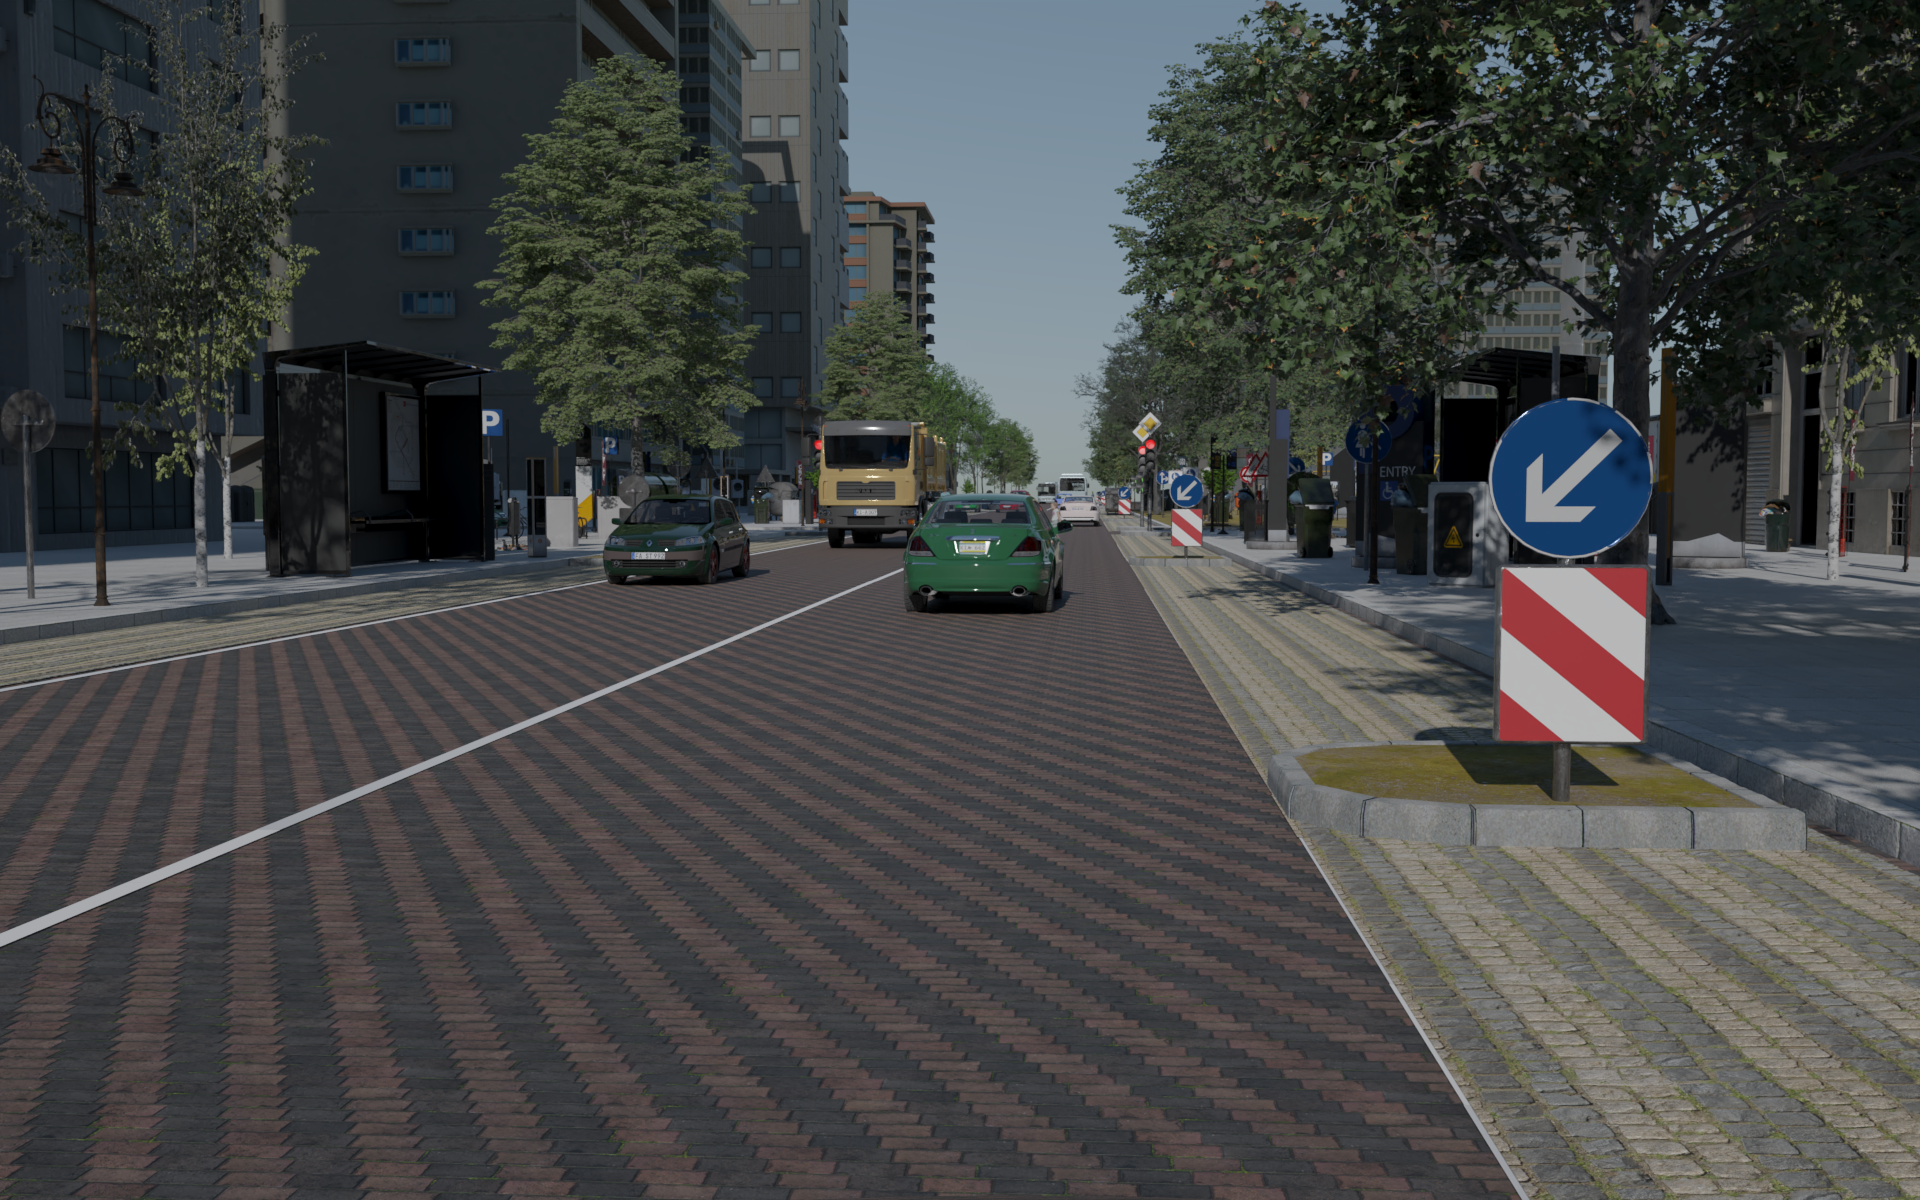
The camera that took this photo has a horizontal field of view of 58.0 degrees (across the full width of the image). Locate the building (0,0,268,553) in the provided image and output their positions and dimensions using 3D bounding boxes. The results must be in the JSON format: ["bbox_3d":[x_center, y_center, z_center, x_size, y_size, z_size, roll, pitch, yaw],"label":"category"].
[{"bbox_3d":[-26.305,-16.635,43.681,14.107,30.474,14.160,0,4,4],"label":"building"}]

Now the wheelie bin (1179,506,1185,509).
[{"bbox_3d":[14.968,-6.596,115.759,0.980,1.594,0.693,3,4,36],"label":"wheelie bin"}]

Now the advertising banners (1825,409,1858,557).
[{"bbox_3d":[17.977,-2.390,35.261,0.090,3.025,2.074,3,5,40],"label":"advertising banners"}]

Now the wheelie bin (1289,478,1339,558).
[{"bbox_3d":[7.078,-1.644,34.790,0.980,1.594,0.693,0,4,-7],"label":"wheelie bin"}]

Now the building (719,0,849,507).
[{"bbox_3d":[-24.897,-34.796,158.155,28.713,52.752,27.495,0,4,4],"label":"building"}]

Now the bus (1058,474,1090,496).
[{"bbox_3d":[10.752,-10.354,164.152,2.948,3.499,13.247,0,4,5],"label":"bus"}]

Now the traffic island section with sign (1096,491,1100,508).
[{"bbox_3d":[10.409,-6.645,117.277,1.989,1.847,2.006,0,4,4],"label":"traffic island section with sign"}]

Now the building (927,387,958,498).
[{"bbox_3d":[-15.134,-26.766,282.660,27.650,21.520,28.899,0,4,4],"label":"building"}]

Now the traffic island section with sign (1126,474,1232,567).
[{"bbox_3d":[4.421,-1.610,34.948,1.989,1.847,2.006,0,4,4],"label":"traffic island section with sign"}]

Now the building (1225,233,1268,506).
[{"bbox_3d":[37.341,-26.120,198.757,14.160,30.474,14.107,0,4,4],"label":"building"}]

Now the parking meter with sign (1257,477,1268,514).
[{"bbox_3d":[19.608,-6.971,110.231,1.738,3.016,0.543,-2,4,-26],"label":"parking meter with sign"}]

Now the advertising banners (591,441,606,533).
[{"bbox_3d":[-11.832,-3.703,56.732,0.090,3.025,2.074,-2,4,-24],"label":"advertising banners"}]

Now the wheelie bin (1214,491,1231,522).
[{"bbox_3d":[11.930,-4.344,78.939,0.980,1.594,0.693,-2,4,-25],"label":"wheelie bin"}]

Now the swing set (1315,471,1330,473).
[{"bbox_3d":[24.904,-7.316,117.228,2.862,2.851,3.119,-2,4,-35],"label":"swing set"}]

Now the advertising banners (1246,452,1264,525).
[{"bbox_3d":[12.386,-4.614,71.624,0.090,3.025,2.074,-1,4,-23],"label":"advertising banners"}]

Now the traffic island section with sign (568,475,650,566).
[{"bbox_3d":[-6.710,-1.623,35.165,1.989,1.847,2.006,0,4,4],"label":"traffic island section with sign"}]

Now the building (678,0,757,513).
[{"bbox_3d":[-28.943,-26.489,124.983,32.217,40.220,23.993,0,4,4],"label":"building"}]

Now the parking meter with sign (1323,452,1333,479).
[{"bbox_3d":[15.049,-4.627,71.912,0.543,3.016,1.738,1,4,22],"label":"parking meter with sign"}]

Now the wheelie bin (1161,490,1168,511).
[{"bbox_3d":[15.078,-7.473,130.091,0.980,1.594,0.693,-1,4,-17],"label":"wheelie bin"}]

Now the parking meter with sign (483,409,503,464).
[{"bbox_3d":[-10.079,-2.452,36.358,0.543,3.016,1.738,-2,4,-29],"label":"parking meter with sign"}]

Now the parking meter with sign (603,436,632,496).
[{"bbox_3d":[-10.102,-3.470,52.997,0.543,3.016,1.738,2,4,30],"label":"parking meter with sign"}]

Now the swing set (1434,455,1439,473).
[{"bbox_3d":[18.236,-4.350,68.737,3.119,2.851,2.862,-2,4,-34],"label":"swing set"}]

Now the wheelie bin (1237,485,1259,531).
[{"bbox_3d":[9.931,-3.174,59.796,0.693,1.594,0.980,1,4,15],"label":"wheelie bin"}]

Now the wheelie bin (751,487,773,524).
[{"bbox_3d":[-8.516,-4.074,74.523,0.980,1.594,0.693,0,4,-1],"label":"wheelie bin"}]

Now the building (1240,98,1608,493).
[{"bbox_3d":[43.318,-28.830,163.258,32.217,40.220,23.993,0,4,4],"label":"building"}]

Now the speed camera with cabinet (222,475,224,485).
[{"bbox_3d":[-35.902,-5.466,83.705,0.660,3.252,2.038,-1,4,-21],"label":"speed camera with cabinet"}]

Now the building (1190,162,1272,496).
[{"bbox_3d":[44.219,-38.101,246.660,21.300,48.544,21.600,0,4,4],"label":"building"}]

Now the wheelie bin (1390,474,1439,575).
[{"bbox_3d":[7.296,-1.206,27.634,0.980,1.594,0.693,-2,4,-24],"label":"wheelie bin"}]

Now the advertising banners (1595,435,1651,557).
[{"bbox_3d":[12.976,-2.406,35.519,2.074,3.025,0.090,1,4,19],"label":"advertising banners"}]

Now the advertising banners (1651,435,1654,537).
[{"bbox_3d":[21.121,-3.379,51.427,2.074,3.025,0.090,1,4,18],"label":"advertising banners"}]

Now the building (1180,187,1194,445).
[{"bbox_3d":[50.896,-42.565,285.169,28.713,52.752,27.495,0,4,4],"label":"building"}]

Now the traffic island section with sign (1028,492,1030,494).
[{"bbox_3d":[10.888,-16.437,277.373,1.989,1.847,2.006,0,4,4],"label":"traffic island section with sign"}]

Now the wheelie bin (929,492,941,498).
[{"bbox_3d":[-1.881,-7.507,130.643,0.980,1.594,0.693,-2,4,-29],"label":"wheelie bin"}]

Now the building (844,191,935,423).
[{"bbox_3d":[-15.274,-36.601,253.056,22.147,44.769,28.867,0,4,4],"label":"building"}]

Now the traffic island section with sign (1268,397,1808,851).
[{"bbox_3d":[2.465,0.043,7.923,1.989,1.847,2.006,0,4,4],"label":"traffic island section with sign"}]

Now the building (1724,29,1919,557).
[{"bbox_3d":[26.482,-12.090,30.963,16.112,22.955,30.059,0,4,4],"label":"building"}]

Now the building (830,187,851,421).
[{"bbox_3d":[-25.415,-30.209,185.800,32.217,40.220,23.993,0,4,4],"label":"building"}]

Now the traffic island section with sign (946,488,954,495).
[{"bbox_3d":[-0.707,-6.670,117.674,1.989,1.847,2.006,0,4,4],"label":"traffic island section with sign"}]

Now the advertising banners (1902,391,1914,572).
[{"bbox_3d":[15.964,-2.014,29.122,0.090,3.025,2.074,2,4,30],"label":"advertising banners"}]

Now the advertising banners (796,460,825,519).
[{"bbox_3d":[-7.544,-5.675,88.966,2.074,3.025,0.090,-3,4,-36],"label":"advertising banners"}]

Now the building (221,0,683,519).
[{"bbox_3d":[-28.169,-28.755,93.853,21.300,48.544,21.600,0,4,4],"label":"building"}]

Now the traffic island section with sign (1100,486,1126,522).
[{"bbox_3d":[8.457,-5.001,90.393,1.989,1.847,2.006,0,4,4],"label":"traffic island section with sign"}]

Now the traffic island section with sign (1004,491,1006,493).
[{"bbox_3d":[4.891,-11.393,194.901,1.989,1.847,2.006,0,4,4],"label":"traffic island section with sign"}]

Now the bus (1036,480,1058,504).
[{"bbox_3d":[13.018,-15.867,254.281,2.948,3.499,13.247,0,4,6],"label":"bus"}]

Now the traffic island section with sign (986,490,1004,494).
[{"bbox_3d":[2.935,-9.749,168.017,1.989,1.847,2.006,0,4,4],"label":"traffic island section with sign"}]

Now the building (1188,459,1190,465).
[{"bbox_3d":[42.430,-37.596,264.801,14.600,45.320,14.200,0,4,4],"label":"building"}]
